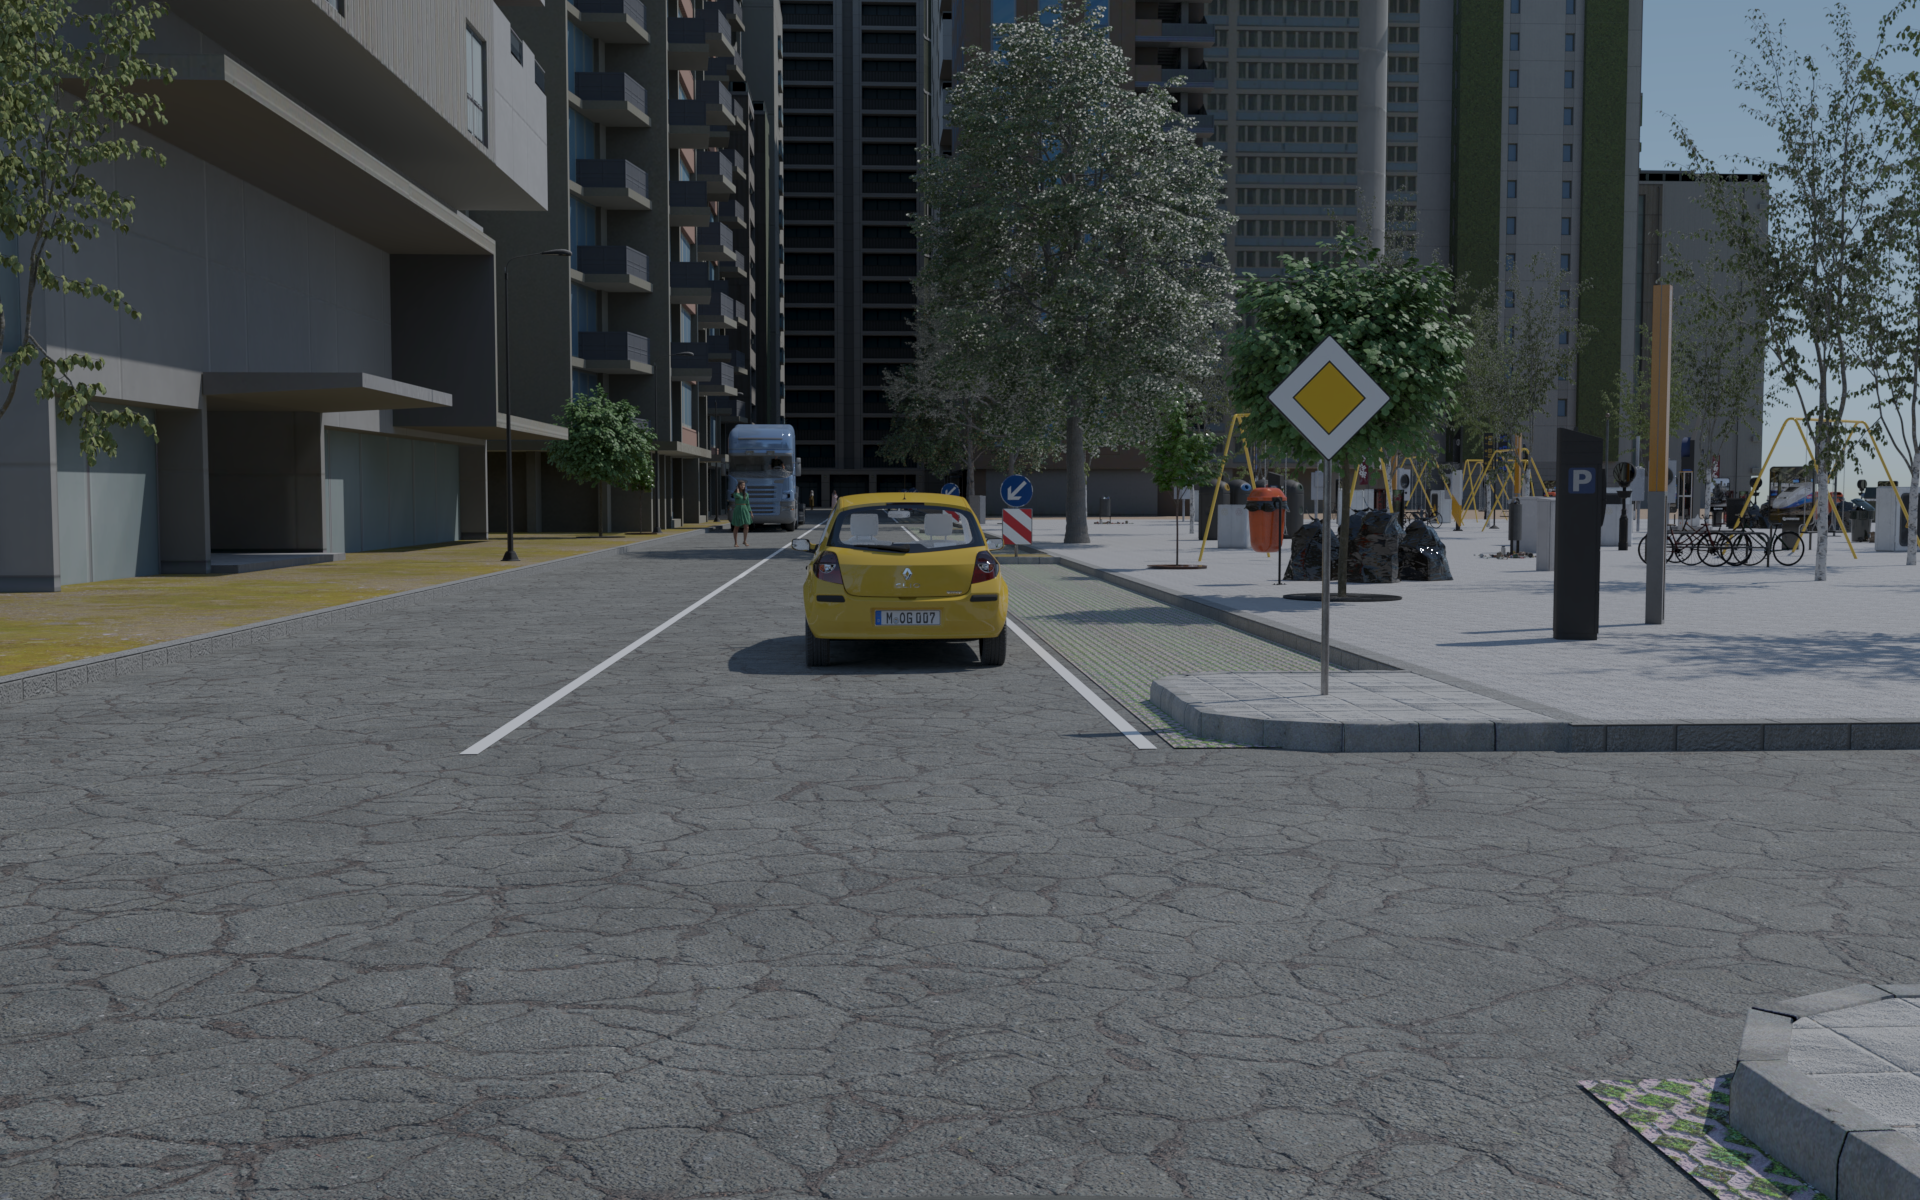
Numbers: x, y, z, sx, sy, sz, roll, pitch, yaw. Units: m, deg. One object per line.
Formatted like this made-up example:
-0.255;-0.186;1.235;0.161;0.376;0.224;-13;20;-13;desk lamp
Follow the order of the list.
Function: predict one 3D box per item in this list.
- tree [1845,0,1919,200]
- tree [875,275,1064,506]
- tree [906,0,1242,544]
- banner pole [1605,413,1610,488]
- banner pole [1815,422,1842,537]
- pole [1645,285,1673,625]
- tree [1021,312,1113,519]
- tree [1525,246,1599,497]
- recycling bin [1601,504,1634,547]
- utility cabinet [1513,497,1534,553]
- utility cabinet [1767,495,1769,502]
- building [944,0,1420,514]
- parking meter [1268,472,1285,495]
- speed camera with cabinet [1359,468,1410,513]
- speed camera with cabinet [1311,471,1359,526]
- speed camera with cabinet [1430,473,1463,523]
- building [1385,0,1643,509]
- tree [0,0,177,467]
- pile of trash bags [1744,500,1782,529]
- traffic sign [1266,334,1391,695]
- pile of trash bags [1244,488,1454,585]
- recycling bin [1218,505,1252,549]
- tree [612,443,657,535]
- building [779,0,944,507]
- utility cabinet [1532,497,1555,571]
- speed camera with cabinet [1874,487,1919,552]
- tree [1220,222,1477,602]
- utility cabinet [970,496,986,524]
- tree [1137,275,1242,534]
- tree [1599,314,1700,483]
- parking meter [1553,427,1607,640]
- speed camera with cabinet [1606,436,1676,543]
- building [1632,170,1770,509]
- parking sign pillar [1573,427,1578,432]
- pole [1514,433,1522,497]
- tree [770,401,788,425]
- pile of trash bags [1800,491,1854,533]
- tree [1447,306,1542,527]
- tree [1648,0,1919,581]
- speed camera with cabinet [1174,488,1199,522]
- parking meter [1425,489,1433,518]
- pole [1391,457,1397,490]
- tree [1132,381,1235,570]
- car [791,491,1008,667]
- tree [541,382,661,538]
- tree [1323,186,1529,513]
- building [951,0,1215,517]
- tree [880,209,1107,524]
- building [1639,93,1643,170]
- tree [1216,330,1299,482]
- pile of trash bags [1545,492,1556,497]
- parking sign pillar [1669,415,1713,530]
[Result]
10.568;-3.993;15.641;4.737;8.622;4.395;0;3;0;tree
0.428;-10.412;87.247;9.611;12.733;9.660;0;3;0;tree
3.075;-8.443;44.693;9.857;13.997;8.962;0;3;0;tree
20.121;-3.906;53.886;0.401;3.779;0.863;1;4;23;banner pole
26.217;-3.810;52.316;0.401;3.779;0.863;-3;5;-45;banner pole
6.871;-1.418;17.027;0.158;3.312;0.155;0;3;0;pole
4.350;-6.911;63.359;4.737;8.622;4.395;0;3;0;tree
16.648;-6.178;51.374;4.360;8.622;3.978;0;3;0;tree
16.179;-1.841;42.662;0.722;1.027;0.722;2;4;24;recycling bin
12.619;-1.633;37.865;1.020;1.237;0.306;1;4;17;utility cabinet
41.001;-4.624;86.760;1.020;1.237;0.306;0;4;8;utility cabinet
15.101;-26.382;123.219;32.217;40.220;23.993;0;4;-3;building
8.301;-2.433;45.491;0.399;1.863;0.255;2;4;34;parking meter
15.068;-4.082;61.077;2.038;3.252;0.660;-3;5;-41;speed camera with cabinet
15.168;-4.601;69.554;2.038;3.252;0.660;1;4;17;speed camera with cabinet
21.363;-4.997;76.044;0.660;3.252;2.038;-1;4;-10;speed camera with cabinet
42.497;-37.375;153.080;28.212;58.520;21.231;0;4;-3;building
-8.633;-3.946;14.884;4.737;8.622;4.395;0;3;0;tree
31.078;-3.344;64.432;3.447;1.369;1.912;0;4;5;pile of trash bags
2.325;-0.450;10.996;0.795;2.450;0.064;0;4;-3;traffic sign
5.532;-0.960;25.442;3.447;1.369;1.912;-2;4;-35;pile of trash bags
6.557;-1.741;41.018;0.722;1.027;0.722;2;4;29;recycling bin
-10.098;-3.694;54.994;1.663;3.219;1.824;0;3;0;tree
-8.597;-45.293;178.799;20.611;71.187;20.563;0;4;-3;building
10.119;-1.096;29.075;1.020;1.237;0.306;-2;4;-34;utility cabinet
21.477;-2.710;38.650;2.038;3.252;0.660;-1;4;-18;speed camera with cabinet
4.644;-2.284;21.056;4.285;4.588;4.351;0;3;0;tree
0.765;-3.884;74.669;0.306;1.237;1.020;-2;4;-25;utility cabinet
7.379;-6.443;55.713;4.360;8.622;3.978;0;3;0;tree
28.787;-7.417;71.636;4.737;8.622;4.395;0;3;0;tree
5.464;-0.585;15.270;0.399;1.863;0.255;1;4;10;parking meter
17.642;-3.120;45.354;2.038;3.252;0.660;1;4;21;speed camera with cabinet
63.447;-23.651;158.389;14.107;30.474;14.160;0;4;-3;building
24.922;-4.999;70.200;1.447;3.967;1.447;0;4;7;parking sign pillar
18.639;-3.917;57.892;0.158;3.312;0.155;0;3;0;pole
-15.270;-11.194;133.379;4.360;8.622;3.978;0;3;0;tree
28.714;-2.932;57.693;1.912;1.369;3.447;2;4;30;pile of trash bags
20.517;-7.134;67.009;4.737;8.622;4.395;0;3;0;tree
12.506;-4.589;25.395;4.360;8.622;3.978;0;3;0;tree
10.830;-5.261;80.357;2.038;3.252;0.660;-3;4;-39;speed camera with cabinet
23.359;-4.760;86.230;0.372;1.533;0.369;0;3;0;parking meter
13.091;-3.572;52.238;0.158;3.312;0.155;0;3;0;pole
3.741;-2.145;29.665;1.663;3.219;1.824;0;3;0;tree
-0.550;-0.345;15.861;2.015;1.641;3.980;0;4;-4;car
-10.537;-4.105;50.826;4.285;4.588;4.351;0;3;0;tree
10.450;-5.568;41.392;4.360;8.622;3.978;0;3;0;tree
6.755;-27.728;103.464;14.600;45.320;14.200;0;4;-3;building
2.210;-9.972;73.411;12.009;13.543;11.850;0;3;0;tree
60.554;-30.345;179.741;14.086;41.232;14.154;0;4;-3;building
12.802;-7.565;74.049;4.737;8.622;4.395;0;3;0;tree
28.688;-4.284;79.798;3.447;1.369;1.912;2;4;25;pile of trash bags
24.848;-4.305;58.865;1.447;3.967;1.447;2;4;33;parking sign pillar
